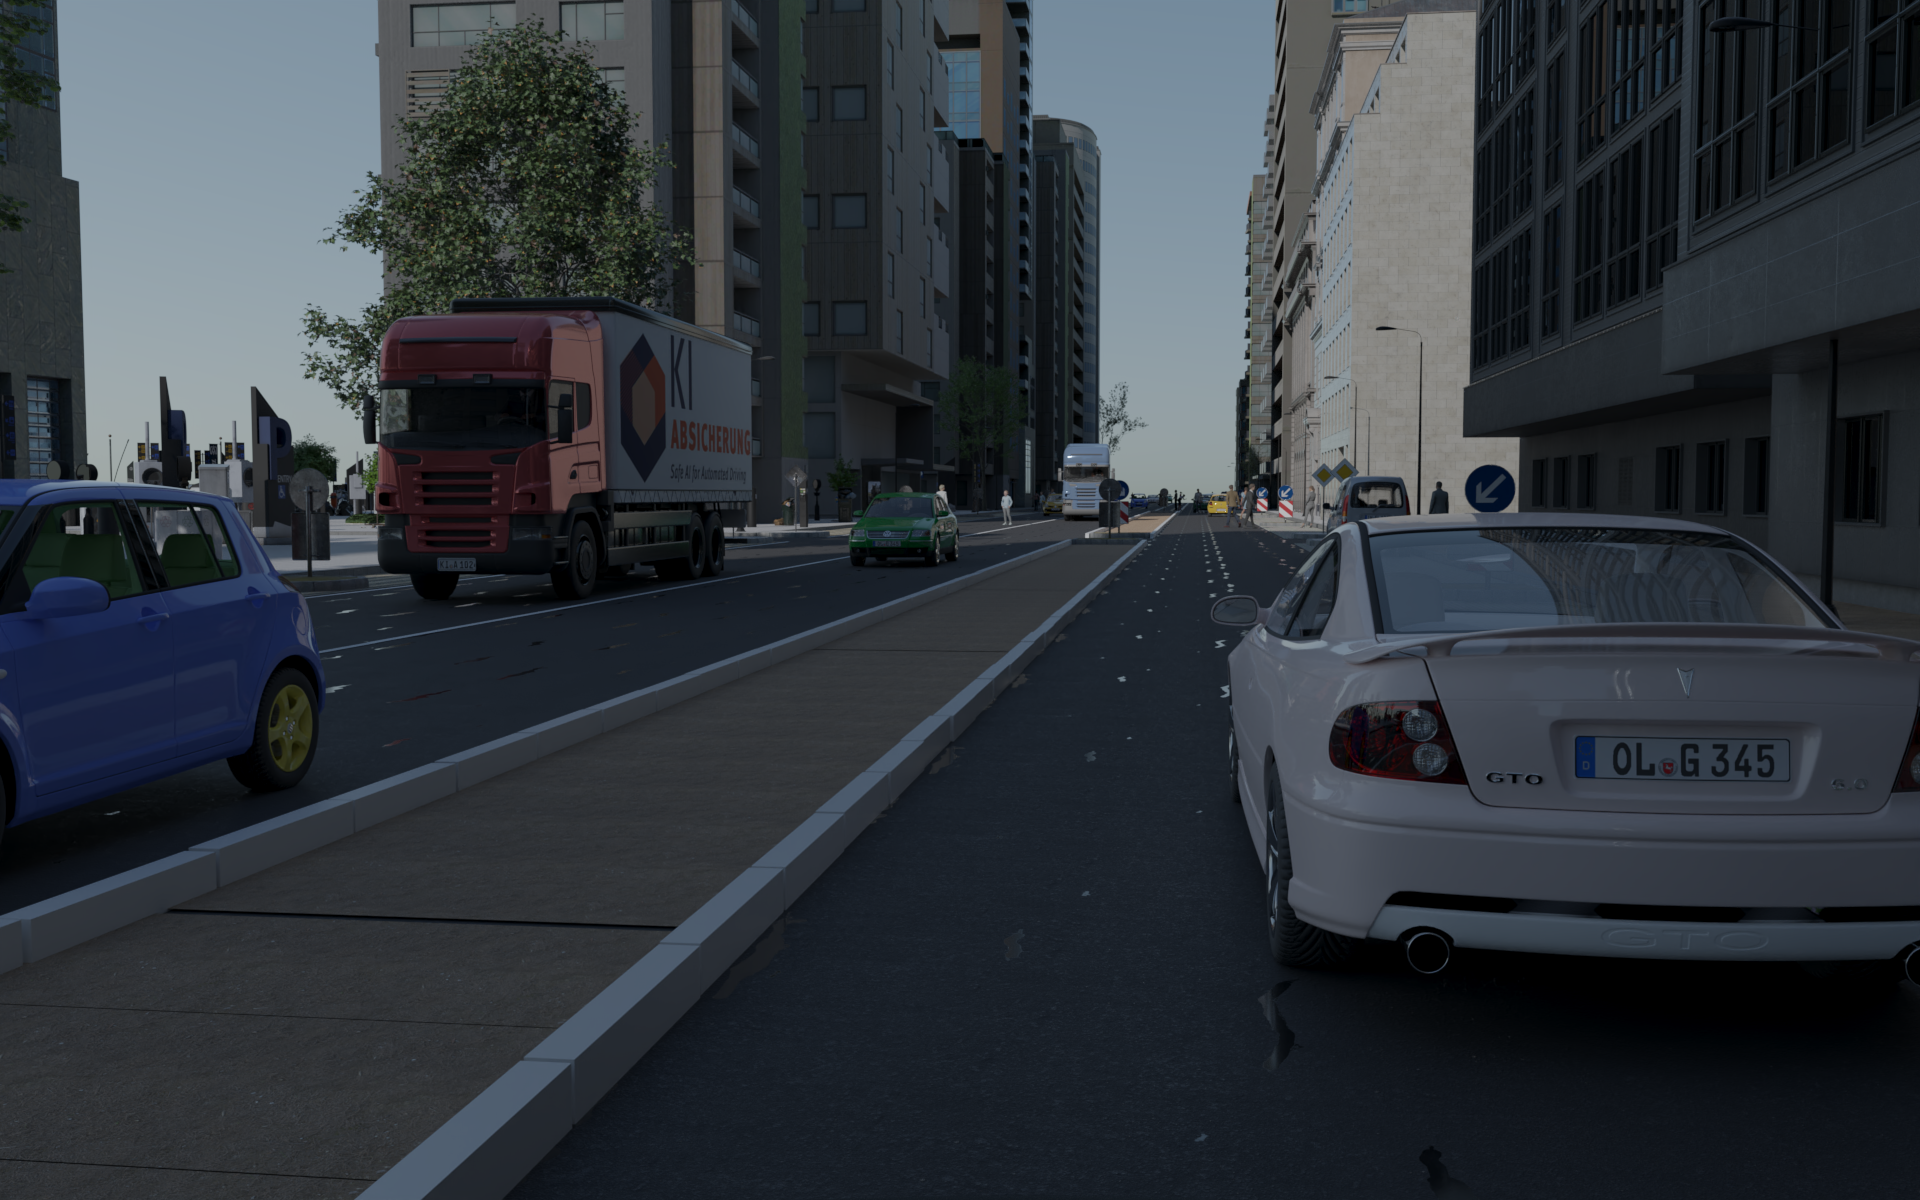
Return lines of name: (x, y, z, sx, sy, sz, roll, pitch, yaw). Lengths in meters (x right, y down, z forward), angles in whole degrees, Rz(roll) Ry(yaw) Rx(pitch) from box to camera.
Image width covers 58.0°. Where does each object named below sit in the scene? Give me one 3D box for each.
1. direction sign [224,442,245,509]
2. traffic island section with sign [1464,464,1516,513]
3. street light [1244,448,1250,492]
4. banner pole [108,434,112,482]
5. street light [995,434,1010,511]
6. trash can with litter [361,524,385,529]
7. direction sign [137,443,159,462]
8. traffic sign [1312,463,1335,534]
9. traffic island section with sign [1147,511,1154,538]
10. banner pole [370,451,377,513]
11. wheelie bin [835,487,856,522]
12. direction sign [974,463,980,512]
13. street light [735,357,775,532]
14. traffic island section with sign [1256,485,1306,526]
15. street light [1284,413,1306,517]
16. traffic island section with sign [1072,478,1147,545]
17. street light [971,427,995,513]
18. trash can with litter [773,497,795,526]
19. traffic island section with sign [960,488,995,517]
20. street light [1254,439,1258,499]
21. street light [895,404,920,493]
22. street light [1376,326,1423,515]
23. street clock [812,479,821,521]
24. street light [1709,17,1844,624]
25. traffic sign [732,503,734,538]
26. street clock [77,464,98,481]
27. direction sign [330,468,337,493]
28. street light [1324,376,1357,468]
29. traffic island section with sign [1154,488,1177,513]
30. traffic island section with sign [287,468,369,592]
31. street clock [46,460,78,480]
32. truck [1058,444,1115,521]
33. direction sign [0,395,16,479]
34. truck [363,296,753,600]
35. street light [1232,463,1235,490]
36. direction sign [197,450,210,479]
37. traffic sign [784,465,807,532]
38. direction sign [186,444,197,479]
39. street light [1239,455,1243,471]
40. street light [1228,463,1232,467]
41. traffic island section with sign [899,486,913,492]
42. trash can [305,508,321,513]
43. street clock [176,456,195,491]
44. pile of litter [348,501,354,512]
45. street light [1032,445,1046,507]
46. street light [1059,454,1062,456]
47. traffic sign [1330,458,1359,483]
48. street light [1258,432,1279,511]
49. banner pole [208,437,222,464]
direction sign: (-31.656, -5.118, 75.672, 0.379, 3.537, 0.876, 3, 5, 42)
traffic island section with sign: (7.061, -0.932, 23.866, 1.989, 1.847, 2.006, 0, 4, 8)
street light: (29.674, -12.415, 175.531, 1.470, 5.913, 1.316, 0, 4, 8)
banner pole: (-35.523, -5.043, 72.471, 0.401, 3.779, 0.863, -2, 4, -24)
street light: (3.381, -9.915, 134.655, 1.470, 5.913, 1.316, 0, 4, 8)
trash can with litter: (-21.502, -3.310, 65.169, 2.233, 1.210, 1.678, 2, 4, 24)
direction sign: (-35.741, -5.159, 76.345, 0.876, 3.537, 0.379, -3, 4, -37)
traffic sign: (11.818, -3.220, 56.287, 0.795, 2.450, 0.064, 0, 4, 8)
traffic island section with sign: (5.265, -2.984, 56.917, 2.006, 1.907, 1.989, 0, 4, 8)
banner pole: (-29.730, -6.031, 88.630, 0.863, 3.779, 0.401, 2, 4, 34)
wheelie bin: (-5.177, -4.314, 78.450, 0.980, 1.594, 0.693, 0, 4, 1)
direction sign: (1.211, -8.139, 125.069, 0.379, 3.537, 0.876, -2, 4, -33)
street light: (-6.932, -5.269, 58.685, 1.470, 5.913, 1.316, 0, 4, 8)
traffic island section with sign: (14.392, -4.200, 77.299, 1.989, 1.847, 2.006, 0, 4, 8)
street light: (19.177, -7.732, 98.953, 1.470, 5.913, 1.316, 0, 4, 8)
traffic island section with sign: (4.249, -2.535, 49.580, 2.006, 1.907, 1.989, 0, 4, 8)
street light: (1.478, -9.039, 120.333, 1.470, 5.913, 1.316, 0, 4, 8)
trash can with litter: (-7.155, -3.600, 70.248, 1.055, 1.170, 0.624, 2, 4, 35)
traffic island section with sign: (1.111, -6.049, 107.531, 1.989, 1.847, 2.006, 0, 4, 8)
street light: (25.403, -10.531, 144.716, 1.470, 5.913, 1.316, 0, 4, 8)
street light: (-2.771, -7.154, 89.515, 1.470, 5.913, 1.316, 0, 4, 8)
street light: (12.188, -4.614, 47.984, 1.470, 5.913, 1.316, 0, 4, 8)
street clock: (-6.906, -4.835, 83.626, 0.358, 2.002, 0.471, -2, 4, -35)
street light: (8.004, -2.718, 16.985, 1.470, 5.913, 1.316, 0, 4, 8)
traffic sign: (-6.646, -2.882, 50.769, 0.795, 2.450, 0.064, 0, 4, 8)
street clock: (-20.857, -2.254, 41.423, 0.471, 2.002, 0.358, 1, 4, 21)
direction sign: (-39.879, -7.234, 110.265, 0.379, 3.537, 0.876, 0, 4, 7)
street light: (14.995, -5.846, 68.126, 1.470, 5.913, 1.316, 0, 4, 8)
traffic island section with sign: (15.459, -7.537, 131.364, 2.006, 1.907, 1.989, 0, 4, 8)
traffic island section with sign: (-10.063, -1.066, 26.055, 1.989, 1.847, 2.006, 0, 4, 8)
street clock: (-19.383, -2.000, 37.267, 0.471, 2.002, 0.358, 2, 4, 26)
truck: (7.462, -6.652, 98.521, 2.967, 4.110, 18.799, 0, 4, 6)
direction sign: (-21.854, -2.907, 39.520, 0.379, 3.537, 0.876, 1, 4, 11)
truck: (-5.803, -2.329, 26.993, 2.839, 4.237, 11.283, 0, 4, 7)
street light: (36.613, -15.509, 226.115, 1.470, 5.913, 1.316, 0, 4, 8)
direction sign: (-38.986, -5.948, 89.252, 0.379, 3.537, 0.876, 3, 5, 40)
traffic sign: (-5.562, -3.366, 58.681, 0.795, 2.450, 0.064, 0, 4, 8)
direction sign: (-34.893, -5.243, 77.713, 0.876, 3.537, 0.379, 1, 4, 14)
street light: (33.865, -14.301, 206.357, 1.470, 5.913, 1.316, 0, 4, 8)
street light: (40.873, -17.394, 256.932, 1.470, 5.913, 1.316, 0, 4, 8)
traffic island section with sign: (-2.553, -4.416, 80.825, 1.989, 1.847, 2.006, 0, 4, 8)
trash can: (-25.726, -3.497, 68.823, 0.748, 1.137, 0.748, 0, 3, 0)
street clock: (-14.834, -1.748, 33.153, 0.358, 2.002, 0.471, -2, 4, -30)
pile of litter: (-44.728, -6.888, 126.584, 1.719, 0.858, 1.176, 1, 4, 16)
street light: (7.524, -11.801, 165.487, 1.470, 5.913, 1.316, 0, 4, 8)
street light: (11.780, -13.703, 196.585, 1.470, 5.913, 1.316, 0, 4, 8)
traffic sign: (10.733, -2.736, 48.376, 0.795, 2.450, 0.064, 0, 4, 8)
street light: (23.320, -9.617, 129.785, 1.470, 5.913, 1.316, 0, 4, 8)
banner pole: (-32.436, -5.237, 75.648, 0.401, 3.779, 0.863, 2, 4, 26)
